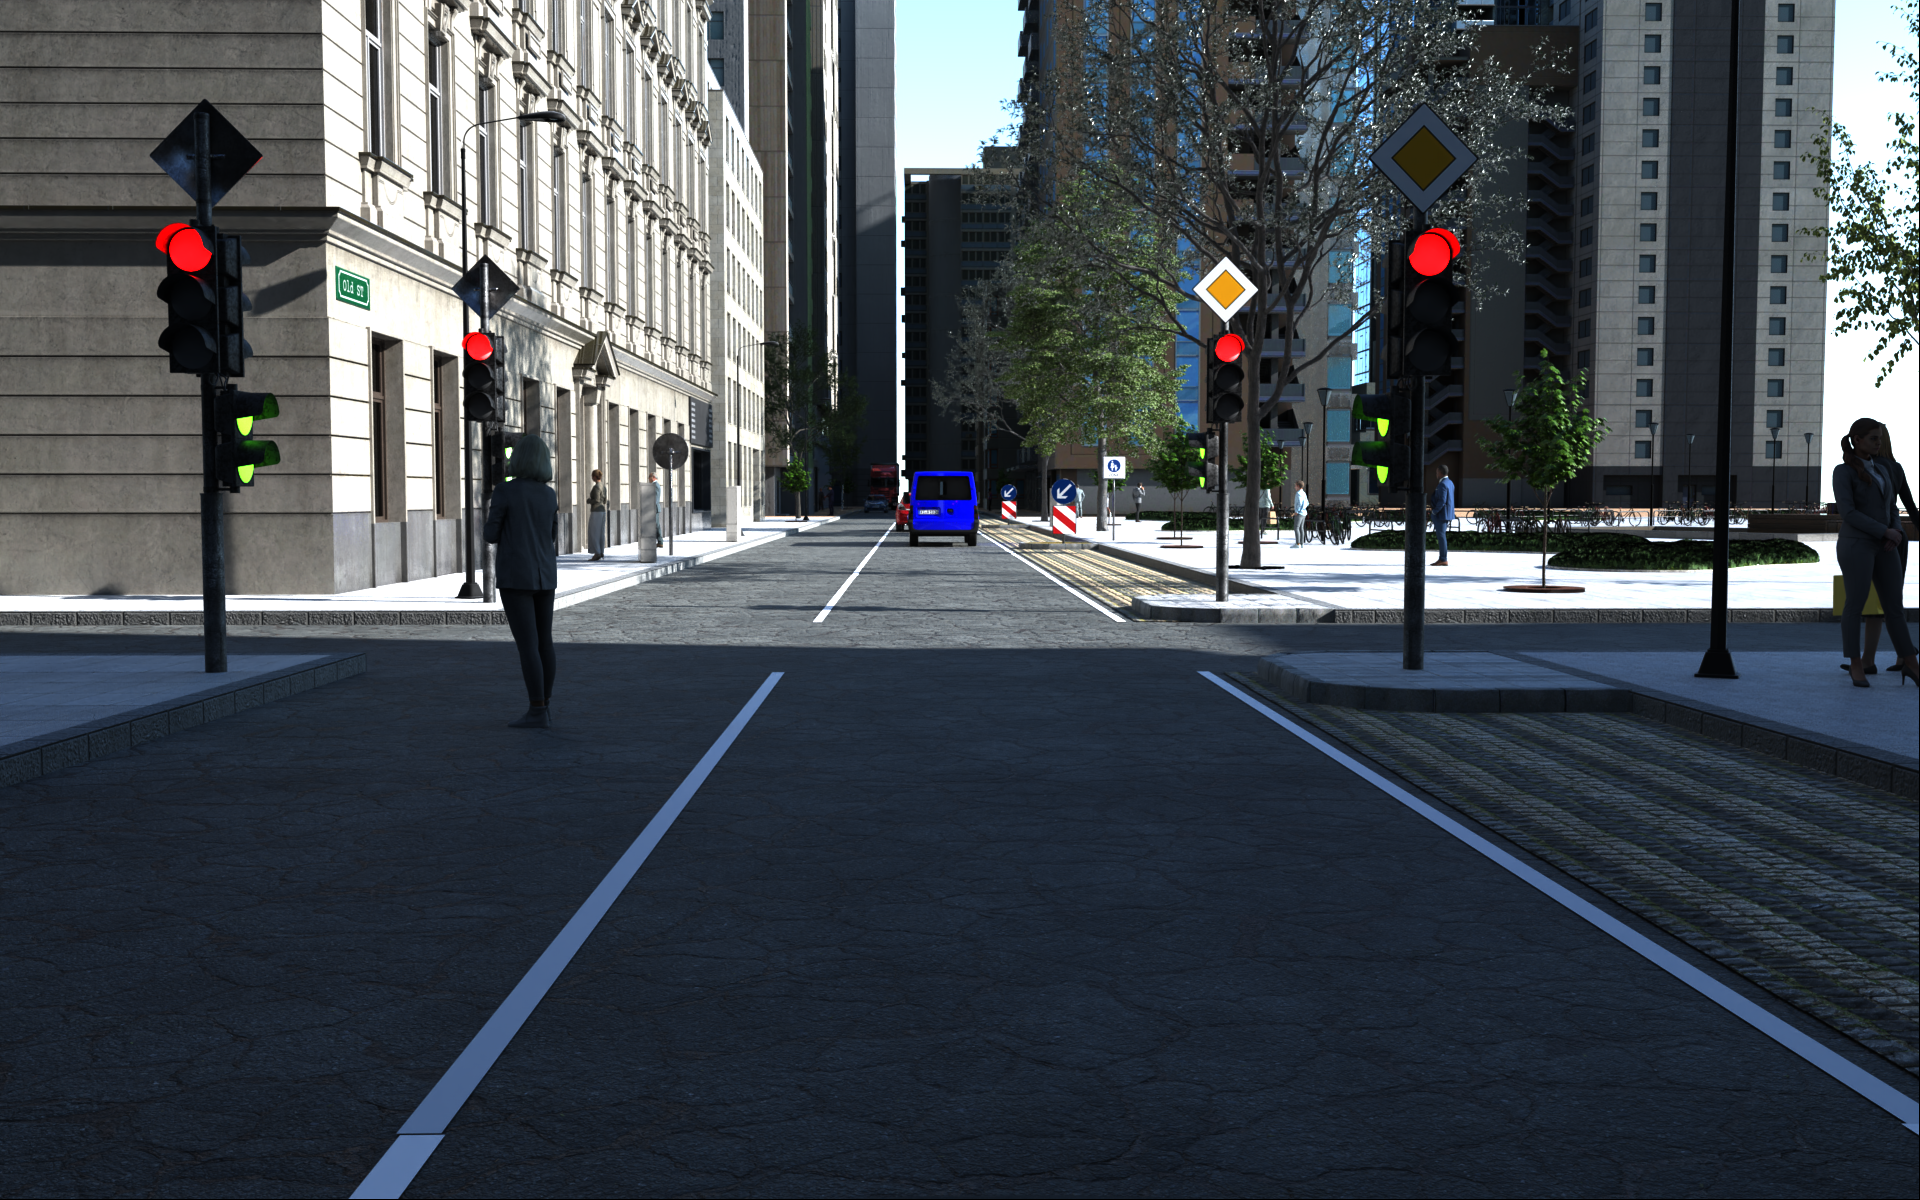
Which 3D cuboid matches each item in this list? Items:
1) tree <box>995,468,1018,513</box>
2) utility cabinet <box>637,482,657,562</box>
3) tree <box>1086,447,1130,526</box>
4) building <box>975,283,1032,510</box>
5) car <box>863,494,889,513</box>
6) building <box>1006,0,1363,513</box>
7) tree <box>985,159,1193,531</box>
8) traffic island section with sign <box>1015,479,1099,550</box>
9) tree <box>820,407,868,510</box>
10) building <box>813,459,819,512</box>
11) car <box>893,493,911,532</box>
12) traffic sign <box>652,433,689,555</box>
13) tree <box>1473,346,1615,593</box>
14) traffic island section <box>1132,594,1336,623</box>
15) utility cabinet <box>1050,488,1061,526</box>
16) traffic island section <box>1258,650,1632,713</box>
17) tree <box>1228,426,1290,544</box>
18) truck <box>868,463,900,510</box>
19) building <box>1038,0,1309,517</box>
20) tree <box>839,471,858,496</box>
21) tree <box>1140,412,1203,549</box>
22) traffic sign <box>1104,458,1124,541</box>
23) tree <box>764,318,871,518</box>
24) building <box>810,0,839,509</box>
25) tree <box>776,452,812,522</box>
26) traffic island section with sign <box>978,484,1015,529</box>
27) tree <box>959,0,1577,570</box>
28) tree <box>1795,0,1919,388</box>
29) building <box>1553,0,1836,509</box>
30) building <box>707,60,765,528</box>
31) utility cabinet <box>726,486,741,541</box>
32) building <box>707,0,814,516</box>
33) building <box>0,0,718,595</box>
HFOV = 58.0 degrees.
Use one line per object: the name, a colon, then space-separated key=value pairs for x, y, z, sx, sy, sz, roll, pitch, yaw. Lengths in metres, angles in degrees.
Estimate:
tree: x=2.800 y=-7.391 z=115.443 sx=1.663 sy=3.219 sz=1.824 roll=0 pitch=3 yaw=0
utility cabinet: x=-5.908 y=-1.472 z=32.741 sx=0.318 sy=1.500 sz=1.173 roll=-1 pitch=4 yaw=-13
tree: x=6.218 y=-4.663 z=70.840 sx=1.663 sy=3.219 sz=1.824 roll=0 pitch=3 yaw=0
building: x=15.684 y=-19.079 z=156.985 sx=27.650 sy=21.520 sz=28.899 roll=0 pitch=4 yaw=-1
car: x=-6.416 y=-7.404 z=133.061 sx=2.014 sy=1.417 sz=4.499 roll=0 pitch=4 yaw=-1
building: x=15.725 y=-30.989 z=126.272 sx=23.786 sy=49.044 sz=30.456 roll=0 pitch=4 yaw=-1
tree: x=4.553 y=-8.646 z=59.487 sx=7.486 sy=12.596 sz=7.792 roll=0 pitch=3 yaw=0
traffic island section with sign: x=2.553 y=-2.244 z=45.322 sx=1.989 sy=1.847 sz=2.006 roll=0 pitch=4 yaw=-1
tree: x=-9.505 y=-11.603 z=140.075 sx=4.737 sy=8.622 sz=4.395 roll=0 pitch=3 yaw=0
building: x=-20.351 y=-41.622 z=118.776 sx=20.563 sy=71.187 sz=20.611 roll=0 pitch=4 yaw=-1
car: x=-1.556 y=-3.567 z=67.367 sx=2.155 sy=1.783 sz=4.494 roll=0 pitch=3 yaw=0
traffic sign: x=-6.039 y=-2.203 z=36.125 sx=0.768 sy=2.556 sz=0.104 roll=0 pitch=4 yaw=5
tree: x=7.600 y=-1.729 z=22.872 sx=1.663 sy=3.219 sz=1.824 roll=0 pitch=3 yaw=0
traffic island section: x=3.154 y=0.097 z=20.700 sx=2.009 sy=0.180 sz=2.903 roll=0 pitch=4 yaw=-1
utility cabinet: x=3.771 y=-3.644 z=68.258 sx=0.318 sy=1.500 sz=1.173 roll=1 pitch=4 yaw=11
traffic island section: x=3.350 y=0.585 z=12.717 sx=2.009 sy=0.180 sz=2.903 roll=0 pitch=4 yaw=-1
tree: x=7.574 y=-3.062 z=44.670 sx=1.663 sy=3.219 sz=1.824 roll=0 pitch=3 yaw=0
truck: x=-6.812 y=-10.296 z=157.257 sx=2.839 sy=4.237 sz=11.283 roll=0 pitch=4 yaw=-1
building: x=12.063 y=-27.693 z=102.894 sx=14.600 sy=45.320 sz=14.200 roll=0 pitch=4 yaw=-1
tree: x=-9.436 y=-9.304 z=146.719 sx=1.663 sy=3.219 sz=1.824 roll=0 pitch=3 yaw=0
tree: x=5.152 y=-2.848 z=41.169 sx=1.663 sy=3.219 sz=1.824 roll=0 pitch=3 yaw=0
traffic sign: x=4.233 y=-2.787 z=47.700 sx=0.606 sy=2.300 sz=0.079 roll=0 pitch=4 yaw=-1
tree: x=-8.355 y=-9.585 z=91.131 sx=8.767 sy=10.594 sz=7.601 roll=1 pitch=4 yaw=21
building: x=-24.455 y=-34.629 z=155.423 sx=27.495 sy=52.752 sz=28.713 roll=0 pitch=4 yaw=-1
tree: x=-7.606 y=-5.159 z=78.944 sx=1.663 sy=3.219 sz=1.824 roll=0 pitch=3 yaw=0
traffic island section with sign: x=1.891 y=-3.892 z=72.269 sx=1.989 sy=1.847 sz=2.006 roll=0 pitch=4 yaw=-1
tree: x=5.132 y=-7.281 z=29.414 sx=12.009 sy=13.543 sz=11.850 roll=0 pitch=3 yaw=0
tree: x=14.227 y=-4.537 z=24.544 sx=4.737 sy=8.622 sz=4.395 roll=0 pitch=3 yaw=0
building: x=65.798 y=-44.216 z=161.175 sx=20.611 sy=71.187 sz=20.563 roll=0 pitch=4 yaw=-1
building: x=-14.293 y=-13.391 z=73.686 sx=10.420 sy=20.320 sz=16.860 roll=0 pitch=4 yaw=-1
utility cabinet: x=-6.136 y=-2.334 z=46.843 sx=0.318 sy=1.500 sz=1.173 roll=0 pitch=4 yaw=-2
building: x=-16.145 y=-25.583 z=101.881 sx=14.154 sy=41.232 sz=14.086 roll=0 pitch=4 yaw=-1
building: x=-16.377 y=-16.266 z=42.364 sx=17.030 sy=29.872 sz=44.131 roll=0 pitch=4 yaw=-1
